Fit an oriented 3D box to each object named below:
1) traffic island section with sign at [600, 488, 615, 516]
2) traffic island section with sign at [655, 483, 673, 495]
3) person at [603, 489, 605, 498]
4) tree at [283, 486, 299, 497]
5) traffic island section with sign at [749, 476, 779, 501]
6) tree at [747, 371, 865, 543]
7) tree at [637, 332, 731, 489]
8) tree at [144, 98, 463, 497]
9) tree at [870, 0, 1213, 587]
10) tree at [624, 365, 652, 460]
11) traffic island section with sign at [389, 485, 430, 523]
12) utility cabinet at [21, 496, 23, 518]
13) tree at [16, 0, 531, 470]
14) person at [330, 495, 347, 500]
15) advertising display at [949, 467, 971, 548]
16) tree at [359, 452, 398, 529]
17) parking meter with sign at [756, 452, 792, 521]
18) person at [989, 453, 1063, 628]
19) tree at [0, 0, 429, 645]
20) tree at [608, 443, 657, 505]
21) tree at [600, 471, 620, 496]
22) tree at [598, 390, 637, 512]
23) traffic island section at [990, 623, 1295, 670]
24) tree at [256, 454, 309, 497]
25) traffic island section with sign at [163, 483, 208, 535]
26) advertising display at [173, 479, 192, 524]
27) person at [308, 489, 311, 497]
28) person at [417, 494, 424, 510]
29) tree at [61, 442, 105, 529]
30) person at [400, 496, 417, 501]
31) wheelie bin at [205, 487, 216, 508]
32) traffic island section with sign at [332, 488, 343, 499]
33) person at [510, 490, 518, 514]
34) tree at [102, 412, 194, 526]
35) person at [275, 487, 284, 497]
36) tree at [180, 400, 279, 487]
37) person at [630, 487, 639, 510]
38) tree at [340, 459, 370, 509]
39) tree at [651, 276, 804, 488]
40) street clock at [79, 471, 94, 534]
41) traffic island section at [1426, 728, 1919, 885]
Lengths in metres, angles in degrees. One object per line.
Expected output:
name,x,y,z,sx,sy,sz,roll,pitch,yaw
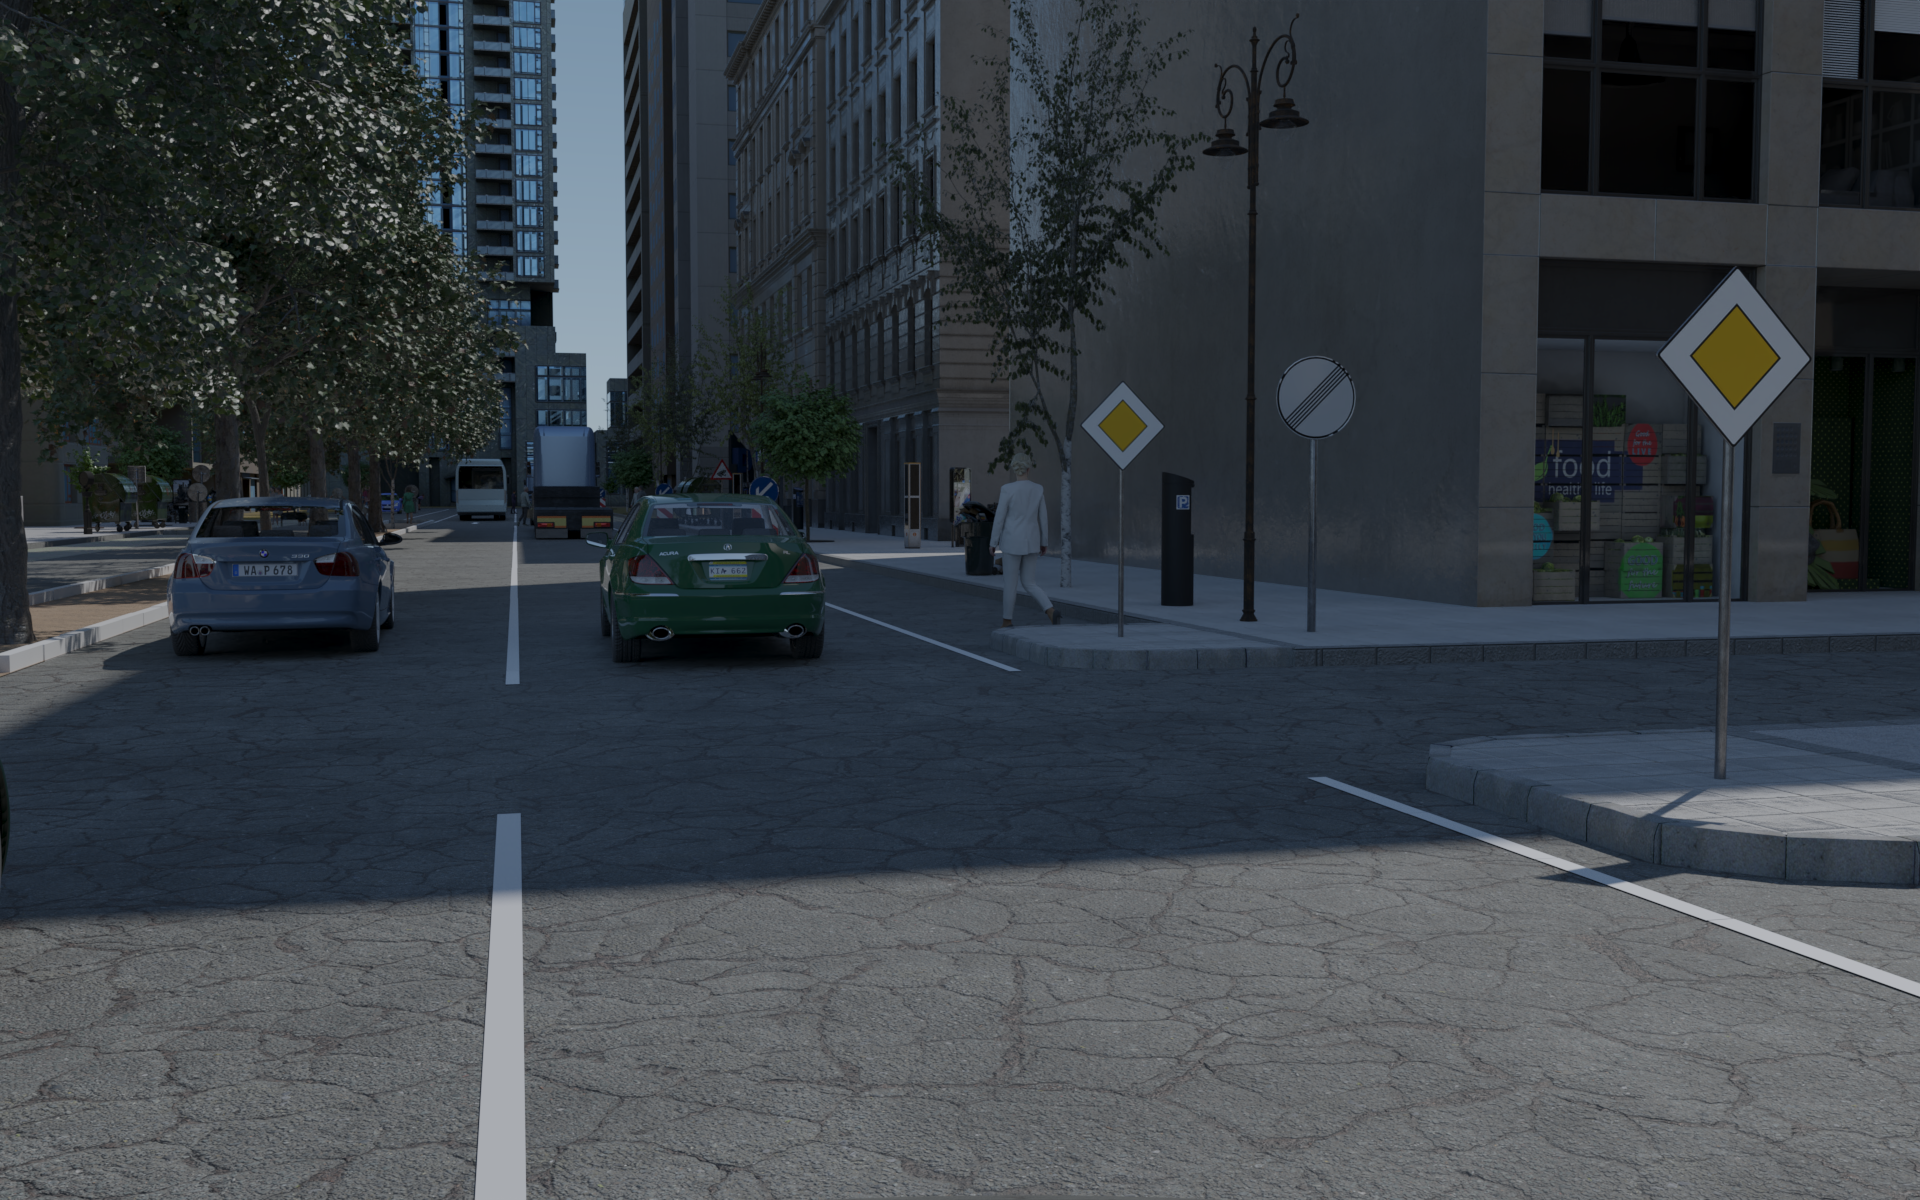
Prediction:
traffic island section with sign,-23.866,-6.465,114.330,1.989,1.847,2.006,-1,4,-14
traffic island section with sign,-11.352,-3.481,65.541,1.989,1.847,2.006,-1,4,-14
person,-24.513,-6.744,118.762,0.705,1.824,1.348,0,4,-8
tree,-43.482,-9.952,113.075,4.737,8.622,4.395,0,3,0
traffic island section with sign,-4.665,-1.884,39.426,1.989,1.847,2.006,-1,4,-14
tree,-4.089,-3.838,46.473,4.285,4.588,4.351,0,3,0
tree,-12.372,-7.824,78.292,4.360,8.622,3.978,0,3,0
tree,-14.524,-6.077,36.232,8.767,10.594,7.601,-1,4,-14
tree,1.228,-4.484,23.675,4.360,8.622,3.978,0,3,0
tree,-16.192,-8.776,93.847,4.737,8.622,4.395,0,3,0
traffic island section with sign,-27.101,-4.730,85.477,2.006,1.907,1.989,-1,4,-14
utility cabinet,-30.334,-2.680,54.979,1.020,1.237,0.306,-1,4,-18
tree,-11.893,-6.630,27.870,9.611,12.733,9.660,0,3,0
person,-40.349,-6.345,112.251,1.348,1.824,0.705,-3,5,-42
advertising display,0.010,-2.245,41.927,0.123,1.923,0.974,2,4,26
tree,-23.431,-7.247,71.302,4.360,8.622,3.978,0,3,0
parking meter with sign,-7.057,-4.268,66.049,0.543,3.016,1.738,2,4,28
person,0.656,-0.548,17.346,0.818,1.842,0.514,3,5,41
tree,-9.302,-6.556,16.295,9.857,13.997,8.962,0,3,0
tree,-20.815,-7.768,110.727,4.285,4.588,4.351,0,3,0
tree,-29.559,-9.333,147.199,1.663,3.219,1.824,0,3,0
tree,-23.526,-10.520,122.371,4.360,8.622,3.978,0,3,0
traffic island section,1.461,0.411,15.561,2.009,0.180,2.903,-1,4,-14
tree,-41.052,-7.450,105.525,4.285,4.588,4.351,0,3,0
traffic island section with sign,-27.079,-3.234,61.498,1.989,1.847,2.006,-1,4,-14
advertising display,-33.878,-4.296,75.461,0.974,1.923,0.123,1,4,22
person,-30.626,-4.428,81.902,0.512,1.701,0.522,-1,4,-9
person,-47.506,-8.611,152.528,0.697,1.427,0.421,-2,4,-34
tree,-32.402,-4.268,64.383,1.663,3.219,1.824,0,3,0
person,-38.943,-6.926,122.454,1.217,1.743,0.721,-1,4,-14
wheelie bin,-34.428,-4.397,79.799,0.693,1.594,0.980,-2,4,-26
traffic island section with sign,-39.533,-6.208,110.135,1.989,1.847,2.006,-1,4,-14
person,-32.271,-7.087,125.286,0.530,1.710,0.541,-1,4,-12
tree,-32.750,-5.275,69.965,4.285,4.588,4.351,0,3,0
person,-29.093,-3.957,73.940,0.466,1.731,0.760,-1,4,-17
tree,-37.321,-8.417,87.980,4.737,8.622,4.395,0,3,0
person,-15.547,-4.551,83.387,0.782,1.767,0.515,2,4,30
tree,-52.368,-10.226,150.915,4.285,4.588,4.351,0,3,0
tree,-6.906,-6.564,57.687,4.737,8.622,4.395,0,3,0
street clock,-27.741,-3.087,55.043,0.471,2.002,0.358,2,4,28
traffic island section,3.444,0.884,7.825,2.009,0.180,2.903,-1,4,-14
